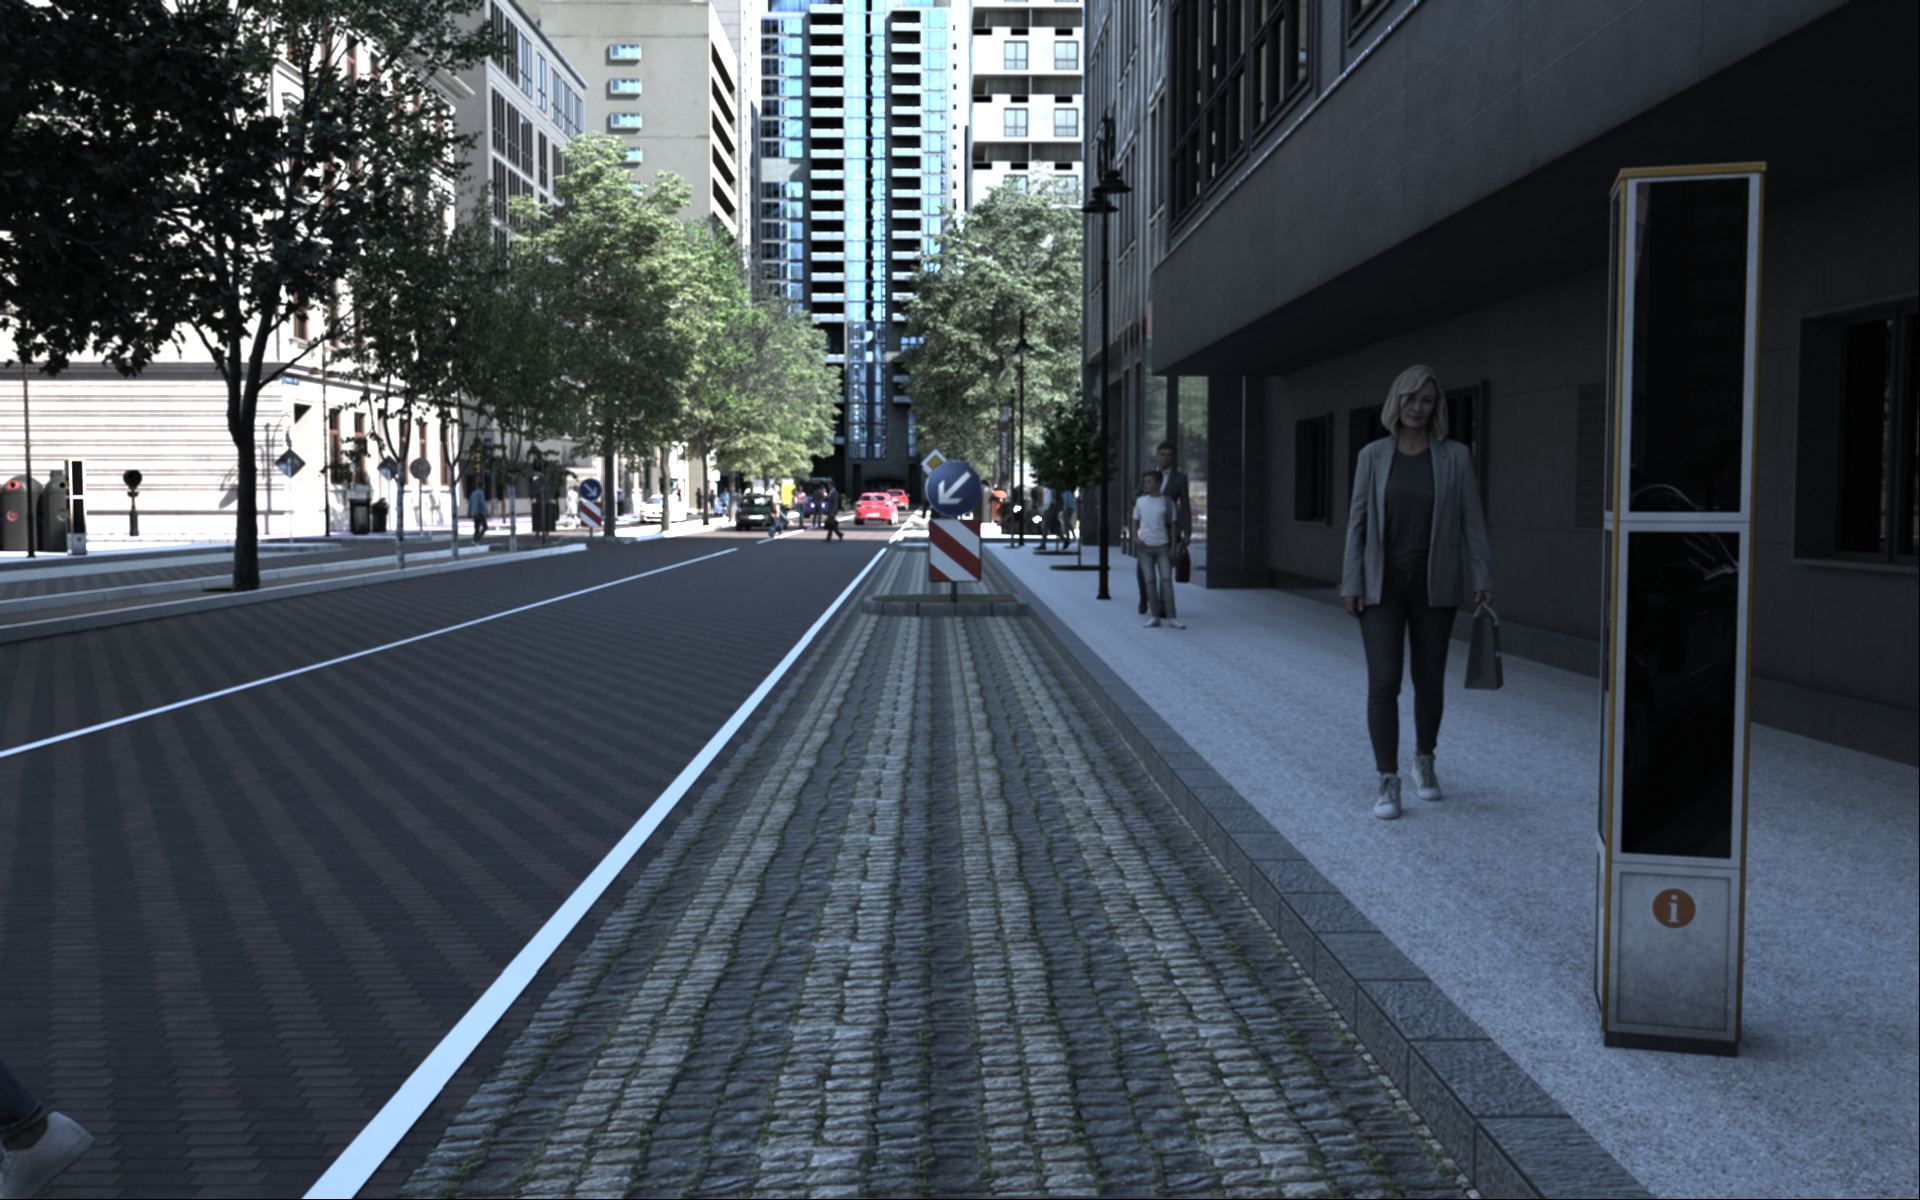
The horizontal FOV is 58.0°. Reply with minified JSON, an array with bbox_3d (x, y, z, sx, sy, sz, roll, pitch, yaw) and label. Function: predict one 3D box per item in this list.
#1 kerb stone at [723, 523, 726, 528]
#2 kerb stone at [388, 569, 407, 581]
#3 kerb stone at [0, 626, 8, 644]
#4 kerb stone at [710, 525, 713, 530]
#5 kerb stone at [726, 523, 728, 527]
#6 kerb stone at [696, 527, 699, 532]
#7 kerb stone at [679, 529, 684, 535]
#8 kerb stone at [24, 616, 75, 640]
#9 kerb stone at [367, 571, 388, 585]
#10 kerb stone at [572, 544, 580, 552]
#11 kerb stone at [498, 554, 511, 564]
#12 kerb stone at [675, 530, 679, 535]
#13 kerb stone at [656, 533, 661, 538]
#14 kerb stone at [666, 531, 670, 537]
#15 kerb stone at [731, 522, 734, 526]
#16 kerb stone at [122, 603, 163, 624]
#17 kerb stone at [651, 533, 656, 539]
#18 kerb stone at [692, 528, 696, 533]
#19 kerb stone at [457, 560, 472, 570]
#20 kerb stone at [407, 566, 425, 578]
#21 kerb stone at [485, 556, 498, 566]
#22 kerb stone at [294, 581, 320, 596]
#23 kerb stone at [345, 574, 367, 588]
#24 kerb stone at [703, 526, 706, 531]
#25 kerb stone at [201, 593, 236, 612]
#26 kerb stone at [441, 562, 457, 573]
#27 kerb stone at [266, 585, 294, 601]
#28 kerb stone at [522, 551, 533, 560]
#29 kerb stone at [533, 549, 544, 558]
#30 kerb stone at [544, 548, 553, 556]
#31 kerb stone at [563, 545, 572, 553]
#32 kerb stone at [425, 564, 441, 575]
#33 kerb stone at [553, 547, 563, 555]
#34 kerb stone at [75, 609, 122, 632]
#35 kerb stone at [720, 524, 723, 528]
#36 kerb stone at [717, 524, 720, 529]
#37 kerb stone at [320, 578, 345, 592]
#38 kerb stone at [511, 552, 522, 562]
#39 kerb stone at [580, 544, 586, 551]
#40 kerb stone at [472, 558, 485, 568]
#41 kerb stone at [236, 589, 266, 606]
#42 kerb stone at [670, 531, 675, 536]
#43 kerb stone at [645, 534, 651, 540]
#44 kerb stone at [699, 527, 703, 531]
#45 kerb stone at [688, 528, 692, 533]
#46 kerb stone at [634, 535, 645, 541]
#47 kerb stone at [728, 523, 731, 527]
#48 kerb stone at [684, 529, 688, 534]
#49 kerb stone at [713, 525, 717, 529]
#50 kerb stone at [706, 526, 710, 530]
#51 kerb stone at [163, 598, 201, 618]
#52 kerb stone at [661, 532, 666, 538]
[{"bbox_3d":[-10.159,-3.126,73.356,0.120,0.150,1.000,0,4,-1],"label":"kerb stone"},{"bbox_3d":[-9.443,-0.401,28.753,0.120,0.150,1.000,0,4,-1],"label":"kerb stone"},{"bbox_3d":[-9.234,0.352,16.446,0.120,0.150,1.000,0,4,-1],"label":"kerb stone"},{"bbox_3d":[-10.093,-2.877,69.266,0.120,0.150,1.000,0,4,-1],"label":"kerb stone"},{"bbox_3d":[-10.178,-3.190,74.385,0.120,0.150,1.000,0,4,-1],"label":"kerb stone"},{"bbox_3d":[-10.033,-2.628,65.162,0.120,0.150,1.000,0,4,-1],"label":"kerb stone"},{"bbox_3d":[-9.965,-2.372,61.070,0.120,0.150,1.000,0,4,-1],"label":"kerb stone"},{"bbox_3d":[-9.262,0.294,17.470,0.120,0.150,1.000,0,4,-1],"label":"kerb stone"},{"bbox_3d":[-9.420,-0.338,27.727,0.120,0.150,1.000,0,4,-1],"label":"kerb stone"},{"bbox_3d":[-9.671,-1.278,43.091,0.120,0.150,1.000,0,4,-1],"label":"kerb stone"},{"bbox_3d":[-9.554,-0.839,35.918,0.120,0.150,1.000,0,4,-1],"label":"kerb stone"},{"bbox_3d":[-9.949,-2.314,60.041,0.120,0.150,1.000,0,4,-1],"label":"kerb stone"},{"bbox_3d":[-9.877,-2.063,55.931,0.120,0.150,1.000,0,4,-1],"label":"kerb stone"},{"bbox_3d":[-9.917,-2.189,57.991,0.120,0.150,1.000,0,4,-1],"label":"kerb stone"},{"bbox_3d":[-10.214,-3.315,76.432,0.120,0.150,1.000,0,4,-1],"label":"kerb stone"},{"bbox_3d":[-9.297,0.165,19.514,0.120,0.150,1.000,0,4,-1],"label":"kerb stone"},{"bbox_3d":[-9.860,-2.001,54.906,0.120,0.150,1.000,0,4,-1],"label":"kerb stone"},{"bbox_3d":[-10.008,-2.561,64.140,0.120,0.150,1.000,0,4,-1],"label":"kerb stone"},{"bbox_3d":[-9.506,-0.651,32.845,0.120,0.150,1.000,0,4,-1],"label":"kerb stone"},{"bbox_3d":[-9.455,-0.460,29.775,0.120,0.150,1.000,0,4,-1],"label":"kerb stone"},{"bbox_3d":[-9.542,-0.775,34.896,0.120,0.150,1.000,0,4,-1],"label":"kerb stone"},{"bbox_3d":[-9.376,-0.149,24.643,0.120,0.150,1.000,0,4,-1],"label":"kerb stone"},{"bbox_3d":[-9.410,-0.272,26.706,0.120,0.150,1.000,0,4,-1],"label":"kerb stone"},{"bbox_3d":[-10.062,-2.753,67.210,0.120,0.150,1.000,0,4,-1],"label":"kerb stone"},{"bbox_3d":[-9.319,0.038,21.573,0.120,0.150,1.000,0,4,-1],"label":"kerb stone"},{"bbox_3d":[-9.481,-0.580,31.824,0.120,0.150,1.000,0,4,-1],"label":"kerb stone"},{"bbox_3d":[-9.356,-0.087,23.617,0.120,0.150,1.000,0,4,-1],"label":"kerb stone"},{"bbox_3d":[-9.588,-0.965,37.979,0.120,0.150,1.000,0,4,-1],"label":"kerb stone"},{"bbox_3d":[-9.599,-1.028,39.001,0.120,0.150,1.000,0,4,-1],"label":"kerb stone"},{"bbox_3d":[-9.629,-1.090,40.023,0.120,0.150,1.000,0,4,-1],"label":"kerb stone"},{"bbox_3d":[-9.649,-1.211,42.070,0.120,0.150,1.000,0,4,-1],"label":"kerb stone"},{"bbox_3d":[-9.473,-0.523,30.801,0.120,0.150,1.000,0,4,-1],"label":"kerb stone"},{"bbox_3d":[-9.637,-1.153,41.045,0.120,0.150,1.000,0,4,-1],"label":"kerb stone"},{"bbox_3d":[-9.269,0.229,18.492,0.120,0.150,1.000,0,4,-1],"label":"kerb stone"},{"bbox_3d":[-10.143,-3.067,72.334,0.120,0.150,1.000,0,4,-1],"label":"kerb stone"},{"bbox_3d":[-10.120,-3.004,71.311,0.120,0.150,1.000,0,4,-1],"label":"kerb stone"},{"bbox_3d":[-9.389,-0.211,25.676,0.120,0.150,1.000,0,4,-1],"label":"kerb stone"},{"bbox_3d":[-9.572,-0.902,36.947,0.120,0.150,1.000,0,4,-1],"label":"kerb stone"},{"bbox_3d":[-9.688,-1.341,44.113,0.120,0.150,1.000,0,4,-1],"label":"kerb stone"},{"bbox_3d":[-9.525,-0.710,33.874,0.120,0.150,1.000,0,4,-1],"label":"kerb stone"},{"bbox_3d":[-9.336,-0.020,22.595,0.120,0.150,1.000,0,4,-1],"label":"kerb stone"},{"bbox_3d":[-9.926,-2.250,59.013,0.120,0.150,1.000,0,4,-1],"label":"kerb stone"},{"bbox_3d":[-9.845,-1.938,53.883,0.120,0.150,1.000,0,4,-1],"label":"kerb stone"},{"bbox_3d":[-10.042,-2.688,66.188,0.120,0.150,1.000,0,4,-1],"label":"kerb stone"},{"bbox_3d":[-9.993,-2.500,63.118,0.120,0.150,1.000,0,4,-1],"label":"kerb stone"},{"bbox_3d":[-9.833,-1.871,52.855,0.120,0.150,1.000,0,4,-1],"label":"kerb stone"},{"bbox_3d":[-10.196,-3.255,75.410,0.120,0.150,1.000,0,4,-1],"label":"kerb stone"},{"bbox_3d":[-9.970,-2.439,62.092,0.120,0.150,1.000,0,4,-1],"label":"kerb stone"},{"bbox_3d":[-10.100,-2.942,70.289,0.120,0.150,1.000,0,4,-1],"label":"kerb stone"},{"bbox_3d":[-10.071,-2.816,68.242,0.120,0.150,1.000,0,4,-1],"label":"kerb stone"},{"bbox_3d":[-9.307,0.102,20.541,0.120,0.150,1.000,0,4,-1],"label":"kerb stone"},{"bbox_3d":[-9.896,-2.127,56.969,0.120,0.150,1.000,0,4,-1],"label":"kerb stone"}]
